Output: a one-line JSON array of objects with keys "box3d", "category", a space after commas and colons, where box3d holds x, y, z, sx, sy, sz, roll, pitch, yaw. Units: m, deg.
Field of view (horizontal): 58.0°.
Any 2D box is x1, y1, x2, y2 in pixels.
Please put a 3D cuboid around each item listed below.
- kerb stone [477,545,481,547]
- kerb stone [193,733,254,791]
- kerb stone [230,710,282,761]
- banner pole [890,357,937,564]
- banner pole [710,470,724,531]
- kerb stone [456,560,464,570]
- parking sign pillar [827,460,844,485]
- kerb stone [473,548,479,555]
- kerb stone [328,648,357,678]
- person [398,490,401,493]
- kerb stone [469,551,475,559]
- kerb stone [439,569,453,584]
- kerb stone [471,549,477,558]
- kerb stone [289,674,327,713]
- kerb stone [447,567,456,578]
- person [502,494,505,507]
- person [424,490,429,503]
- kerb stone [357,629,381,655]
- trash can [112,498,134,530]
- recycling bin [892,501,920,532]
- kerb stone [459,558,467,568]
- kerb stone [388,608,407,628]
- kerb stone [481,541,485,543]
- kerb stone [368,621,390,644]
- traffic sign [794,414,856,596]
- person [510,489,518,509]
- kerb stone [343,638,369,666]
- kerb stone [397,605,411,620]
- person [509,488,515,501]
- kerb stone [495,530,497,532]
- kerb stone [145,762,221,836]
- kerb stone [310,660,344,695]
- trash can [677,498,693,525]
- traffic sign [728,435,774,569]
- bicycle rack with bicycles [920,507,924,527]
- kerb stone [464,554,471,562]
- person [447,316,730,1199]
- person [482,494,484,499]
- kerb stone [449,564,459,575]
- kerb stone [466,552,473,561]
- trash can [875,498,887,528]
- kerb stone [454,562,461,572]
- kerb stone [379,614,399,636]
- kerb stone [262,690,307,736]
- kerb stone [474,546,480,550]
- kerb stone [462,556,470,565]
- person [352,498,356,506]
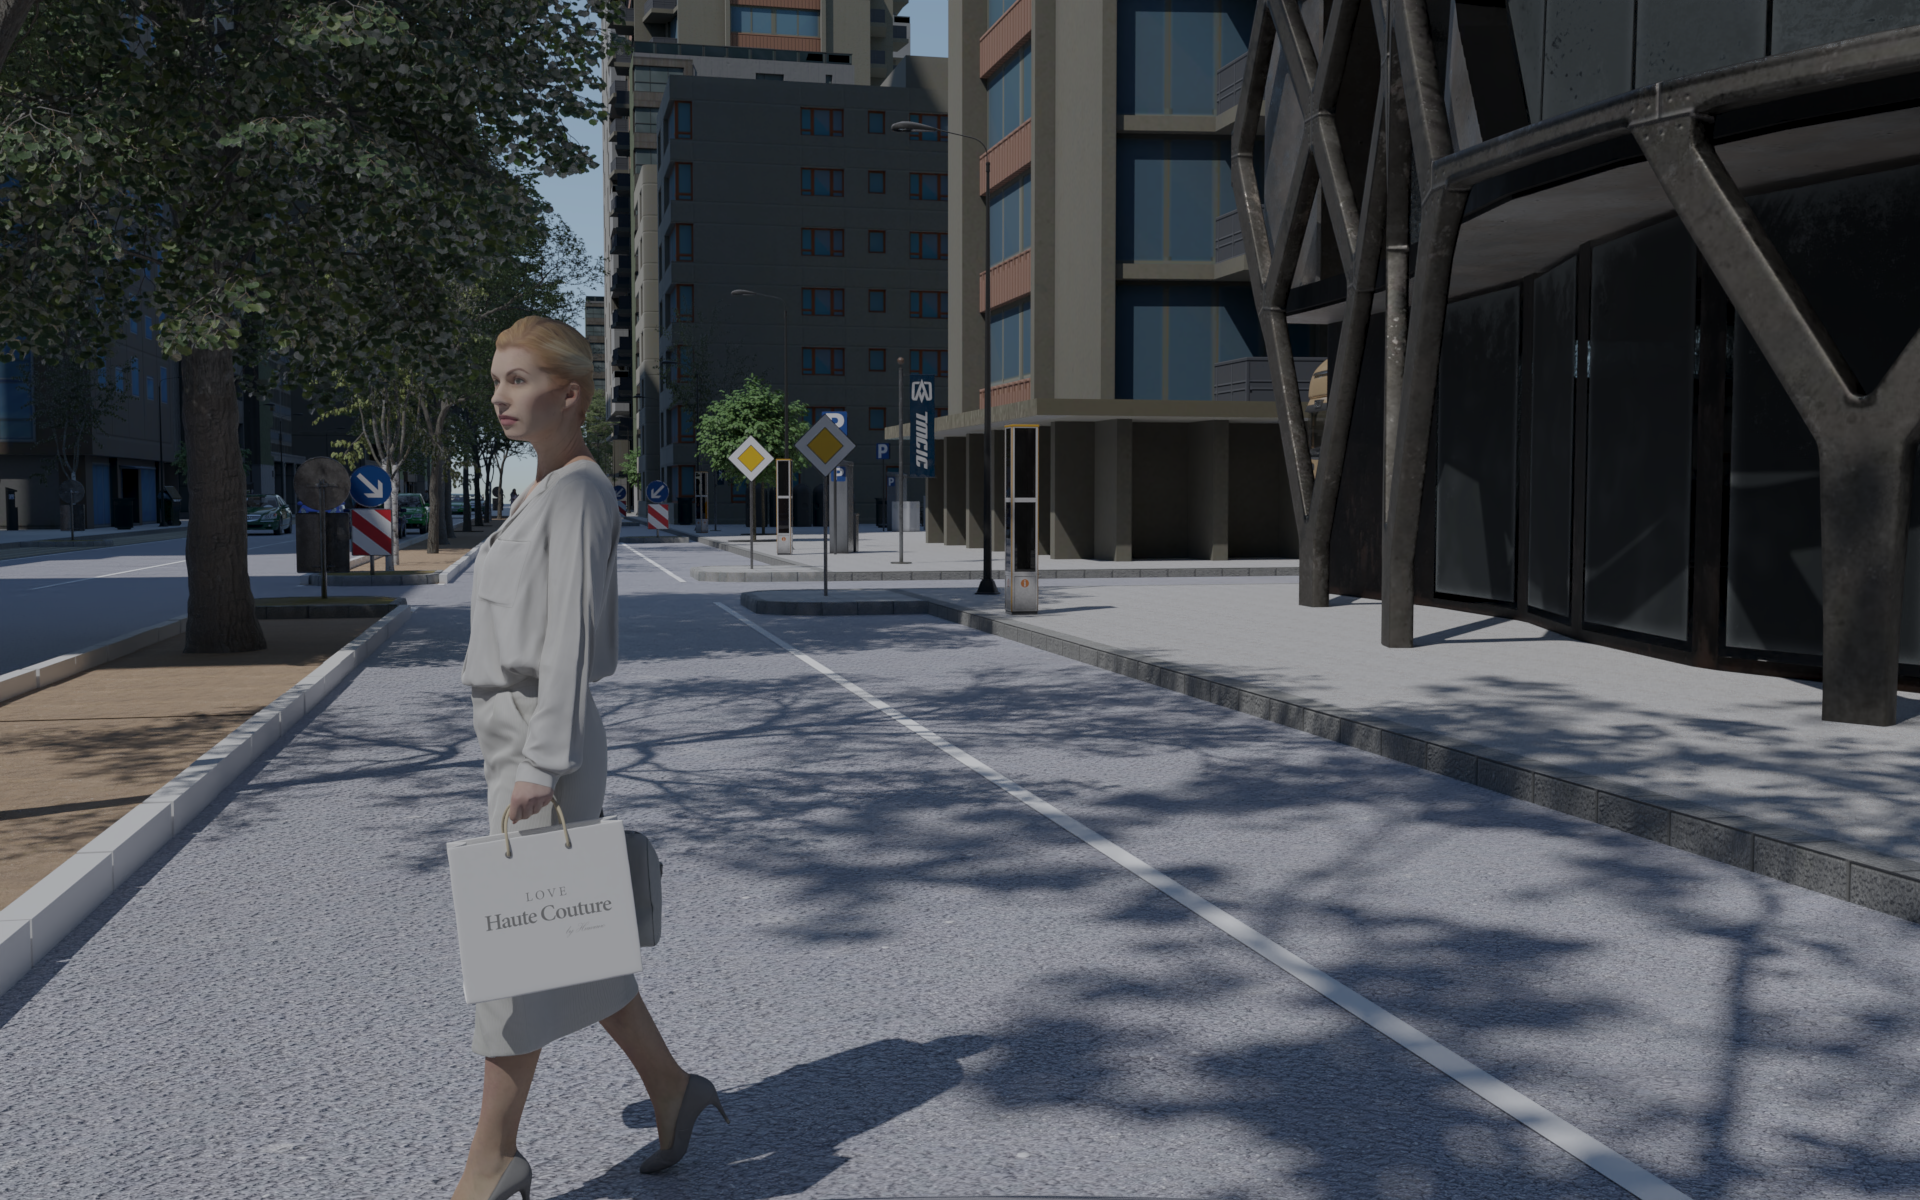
[{"box3d": [-11.485, -1.156, 41.092, 0.120, 0.150, 1.000, -1, 4, -13], "category": "kerb stone"}, {"box3d": [-3.708, 0.827, 8.706, 0.120, 0.150, 1.000, -1, 4, -13], "category": "kerb stone"}, {"box3d": [-3.950, 0.765, 9.703, 0.120, 0.150, 1.000, -1, 4, -13], "category": "kerb stone"}, {"box3d": [-0.855, -2.559, 31.853, 0.863, 3.779, 0.401, 0, 4, -8], "category": "banner pole"}, {"box3d": [-8.337, -4.265, 59.749, 0.401, 3.779, 0.863, -3, 4, -37], "category": "banner pole"}, {"box3d": [-9.328, -0.605, 32.130, 0.120, 0.150, 1.000, -1, 4, -13], "category": "kerb stone"}, {"box3d": [-5.087, -5.028, 70.673, 1.447, 3.967, 1.447, 1, 4, 8], "category": "parking sign pillar"}, {"box3d": [-10.998, -1.034, 39.106, 0.120, 0.150, 1.000, -1, 4, -13], "category": "kerb stone"}, {"box3d": [-4.907, 0.523, 13.690, 0.120, 0.150, 1.000, -1, 4, -13], "category": "kerb stone"}, {"box3d": [-41.877, -7.361, 129.644, 1.217, 1.735, 0.721, 3, 4, 36], "category": "person"}, {"box3d": [-10.527, -0.912, 37.114, 0.120, 0.150, 1.000, -1, 4, -13], "category": "kerb stone"}, {"box3d": [-8.372, -0.361, 28.150, 0.120, 0.150, 1.000, -1, 4, -13], "category": "kerb stone"}, {"box3d": [-10.765, -0.973, 38.111, 0.120, 0.150, 1.000, -1, 4, -13], "category": "kerb stone"}, {"box3d": [-4.418, 0.642, 11.699, 0.120, 0.150, 1.000, -1, 4, -13], "category": "kerb stone"}, {"box3d": [-8.614, -0.425, 29.143, 0.120, 0.150, 1.000, -1, 4, -13], "category": "kerb stone"}, {"box3d": [-52.529, -11.573, 198.534, 0.721, 1.723, 1.217, 2, 4, 26], "category": "person"}, {"box3d": [-39.105, -7.181, 126.699, 0.721, 1.735, 1.217, -2, 4, -26], "category": "person"}, {"box3d": [-5.381, 0.399, 15.688, 0.120, 0.150, 1.000, -1, 4, -13], "category": "kerb stone"}, {"box3d": [-30.114, -3.102, 62.368, 0.748, 1.137, 0.748, 0, 3, 0], "category": "trash can"}, {"box3d": [-1.841, -2.833, 58.867, 0.722, 1.027, 0.722, 2, 4, 29], "category": "recycling bin"}, {"box3d": [-9.564, -0.668, 33.124, 0.120, 0.150, 1.000, -1, 4, -13], "category": "kerb stone"}, {"box3d": [-6.097, 0.217, 18.674, 0.120, 0.150, 1.000, -1, 4, -13], "category": "kerb stone"}, {"box3d": [-12.195, -1.339, 44.092, 0.120, 0.150, 1.000, -1, 4, -13], "category": "kerb stone"}, {"box3d": [-5.622, 0.337, 16.681, 0.120, 0.150, 1.000, -1, 4, -13], "category": "kerb stone"}, {"box3d": [-1.695, -1.109, 21.771, 0.795, 2.450, 0.064, -1, 4, -13], "category": "traffic sign"}, {"box3d": [-26.701, -5.787, 103.779, 0.621, 1.740, 0.551, 1, 4, 20], "category": "person"}, {"box3d": [-5.143, 0.459, 14.684, 0.120, 0.150, 1.000, -1, 4, -13], "category": "kerb stone"}, {"box3d": [-6.336, 0.160, 19.669, 0.120, 0.150, 1.000, -1, 4, -13], "category": "kerb stone"}, {"box3d": [-31.087, -6.870, 120.765, 0.705, 1.831, 1.348, -3, 4, -37], "category": "person"}, {"box3d": [-16.757, -2.498, 63.039, 0.120, 0.150, 1.000, -1, 4, -13], "category": "kerb stone"}, {"box3d": [-3.461, 0.887, 7.713, 0.120, 0.150, 1.000, -1, 4, -13], "category": "kerb stone"}, {"box3d": [-4.657, 0.581, 12.693, 0.120, 0.150, 1.000, -1, 4, -13], "category": "kerb stone"}, {"box3d": [-11.364, -3.667, 71.602, 0.748, 1.137, 0.748, 0, 3, 0], "category": "trash can"}, {"box3d": [-3.560, -1.584, 29.536, 0.795, 2.450, 0.064, -1, 4, -13], "category": "traffic sign"}, {"box3d": [-1.558, -3.427, 69.418, 2.925, 0.926, 2.852, -3, 4, -38], "category": "bicycle rack with bicycles"}, {"box3d": [-10.047, -0.787, 35.125, 0.120, 0.150, 1.000, -1, 4, -13], "category": "kerb stone"}, {"box3d": [-0.772, 0.331, 3.443, 0.624, 1.780, 0.694, -1, 4, -10], "category": "person"}, {"box3d": [-51.335, -10.678, 186.352, 0.557, 1.426, 1.065, 0, 4, -4], "category": "person"}, {"box3d": [-8.852, -0.486, 30.139, 0.120, 0.150, 1.000, -1, 4, -13], "category": "kerb stone"}, {"box3d": [-10.289, -0.852, 36.118, 0.120, 0.150, 1.000, -1, 4, -13], "category": "kerb stone"}, {"box3d": [-2.895, -3.313, 65.824, 0.748, 1.137, 0.748, 0, 3, 0], "category": "trash can"}, {"box3d": [-9.096, -0.547, 31.132, 0.120, 0.150, 1.000, -1, 4, -13], "category": "kerb stone"}, {"box3d": [-5.857, 0.276, 17.676, 0.120, 0.150, 1.000, -1, 4, -13], "category": "kerb stone"}, {"box3d": [-4.185, 0.704, 10.701, 0.120, 0.150, 1.000, -1, 4, -13], "category": "kerb stone"}, {"box3d": [-11.244, -1.095, 40.098, 0.120, 0.150, 1.000, -1, 4, -13], "category": "kerb stone"}, {"box3d": [-9.796, -0.724, 34.121, 0.120, 0.150, 1.000, -1, 4, -13], "category": "kerb stone"}, {"box3d": [-22.779, -3.490, 65.426, 0.748, 1.841, 0.638, -3, 5, -44], "category": "person"}]
